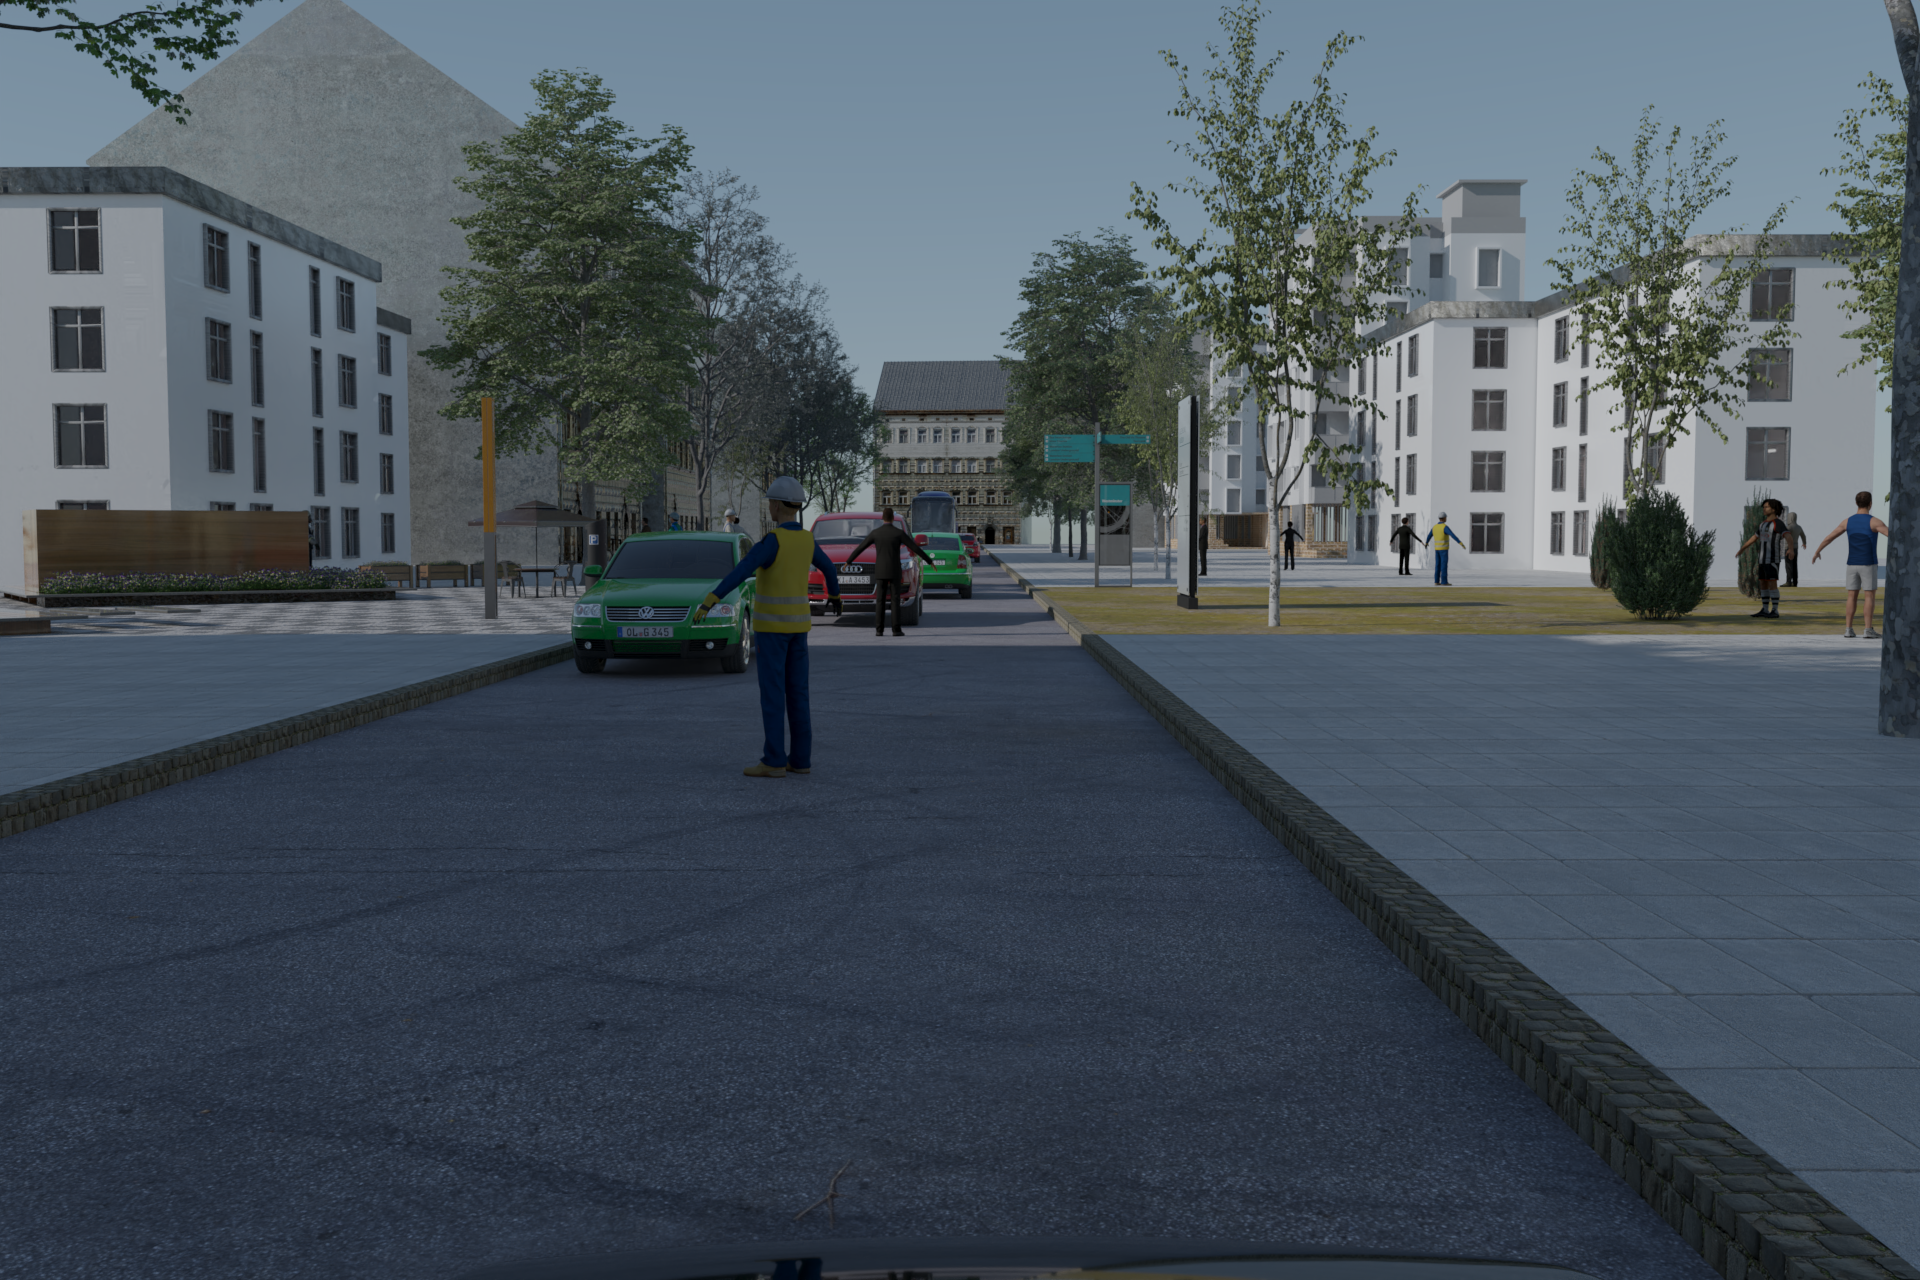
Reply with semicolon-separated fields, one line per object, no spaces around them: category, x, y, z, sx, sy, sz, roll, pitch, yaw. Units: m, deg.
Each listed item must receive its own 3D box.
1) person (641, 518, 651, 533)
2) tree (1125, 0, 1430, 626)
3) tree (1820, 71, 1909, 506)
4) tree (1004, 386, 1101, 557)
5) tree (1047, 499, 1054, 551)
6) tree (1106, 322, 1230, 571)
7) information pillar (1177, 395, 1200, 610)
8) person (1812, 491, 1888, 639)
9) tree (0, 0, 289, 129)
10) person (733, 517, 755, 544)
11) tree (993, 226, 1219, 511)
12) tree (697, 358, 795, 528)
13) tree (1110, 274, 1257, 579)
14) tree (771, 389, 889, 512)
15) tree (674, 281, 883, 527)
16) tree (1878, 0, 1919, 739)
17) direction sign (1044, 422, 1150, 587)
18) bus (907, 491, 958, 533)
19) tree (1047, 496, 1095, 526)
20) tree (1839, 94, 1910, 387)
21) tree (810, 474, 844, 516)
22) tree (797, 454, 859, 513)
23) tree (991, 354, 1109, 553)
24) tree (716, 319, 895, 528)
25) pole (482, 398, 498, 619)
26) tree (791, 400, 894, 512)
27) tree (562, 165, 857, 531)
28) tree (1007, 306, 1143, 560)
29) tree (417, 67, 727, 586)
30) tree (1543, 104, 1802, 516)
person;-10.131;-3.026;55.608;0.704;1.812;1.346;1;4;12
tree;4.337;-4.482;23.643;4.737;8.622;4.395;0;3;0
tree;14.682;-4.608;25.704;4.737;8.622;4.395;0;3;0
tree;5.858;-9.872;95.821;7.601;10.594;8.767;-2;4;-28
tree;6.546;-10.922;128.933;4.360;8.622;3.978;0;3;0
tree;7.015;-6.717;60.191;4.737;8.622;4.395;0;3;0
information pillar;3.971;-2.375;30.152;0.184;3.620;1.656;0;4;0
person;11.126;-0.927;21.330;0.704;1.807;1.345;-3;4;-37
tree;-9.022;-5.345;13.142;9.928;11.665;9.643;0;3;0
person;-6.859;-2.863;52.998;1.347;1.806;0.705;-2;4;-29
tree;6.217;-10.114;72.025;9.857;13.997;8.962;0;3;0
tree;-9.346;-7.401;71.363;4.360;8.622;3.978;0;3;0
tree;5.863;-6.054;49.338;4.360;8.622;3.978;0;3;0
tree;-8.408;-11.313;110.727;9.928;11.665;9.643;0;3;0
tree;-8.876;-10.611;83.856;12.009;13.543;11.850;0;3;0
tree;7.539;-9.433;10.114;12.611;20.169;13.585;0;3;0
direction sign;3.275;-3.193;40.963;2.525;3.948;1.411;0;4;1
bus;-1.471;-6.828;103.186;2.896;3.916;12.251;0;4;1
tree;15.709;-19.077;218.558;9.857;13.997;8.962;0;3;0
tree;21.481;-7.137;34.811;7.486;12.596;7.792;0;3;0
tree;-15.777;-16.044;212.689;4.360;8.622;3.978;0;3;0
tree;-16.640;-17.976;219.663;9.928;11.665;9.643;0;3;0
tree;6.558;-12.949;118.369;9.857;13.997;8.962;0;3;0
tree;-8.817;-11.409;96.910;12.009;13.543;11.850;0;3;0
pole;-7.068;-1.969;26.033;0.158;3.312;0.155;0;3;0
tree;-8.765;-12.376;128.096;9.928;11.665;9.643;0;3;0
tree;-8.634;-9.012;57.714;12.009;13.543;11.850;0;3;0
tree;6.098;-10.267;85.984;7.486;12.596;7.792;0;3;0
tree;-9.512;-7.654;43.277;7.486;12.596;7.792;0;3;0
tree;12.356;-4.912;30.670;4.737;8.622;4.395;0;3;0
